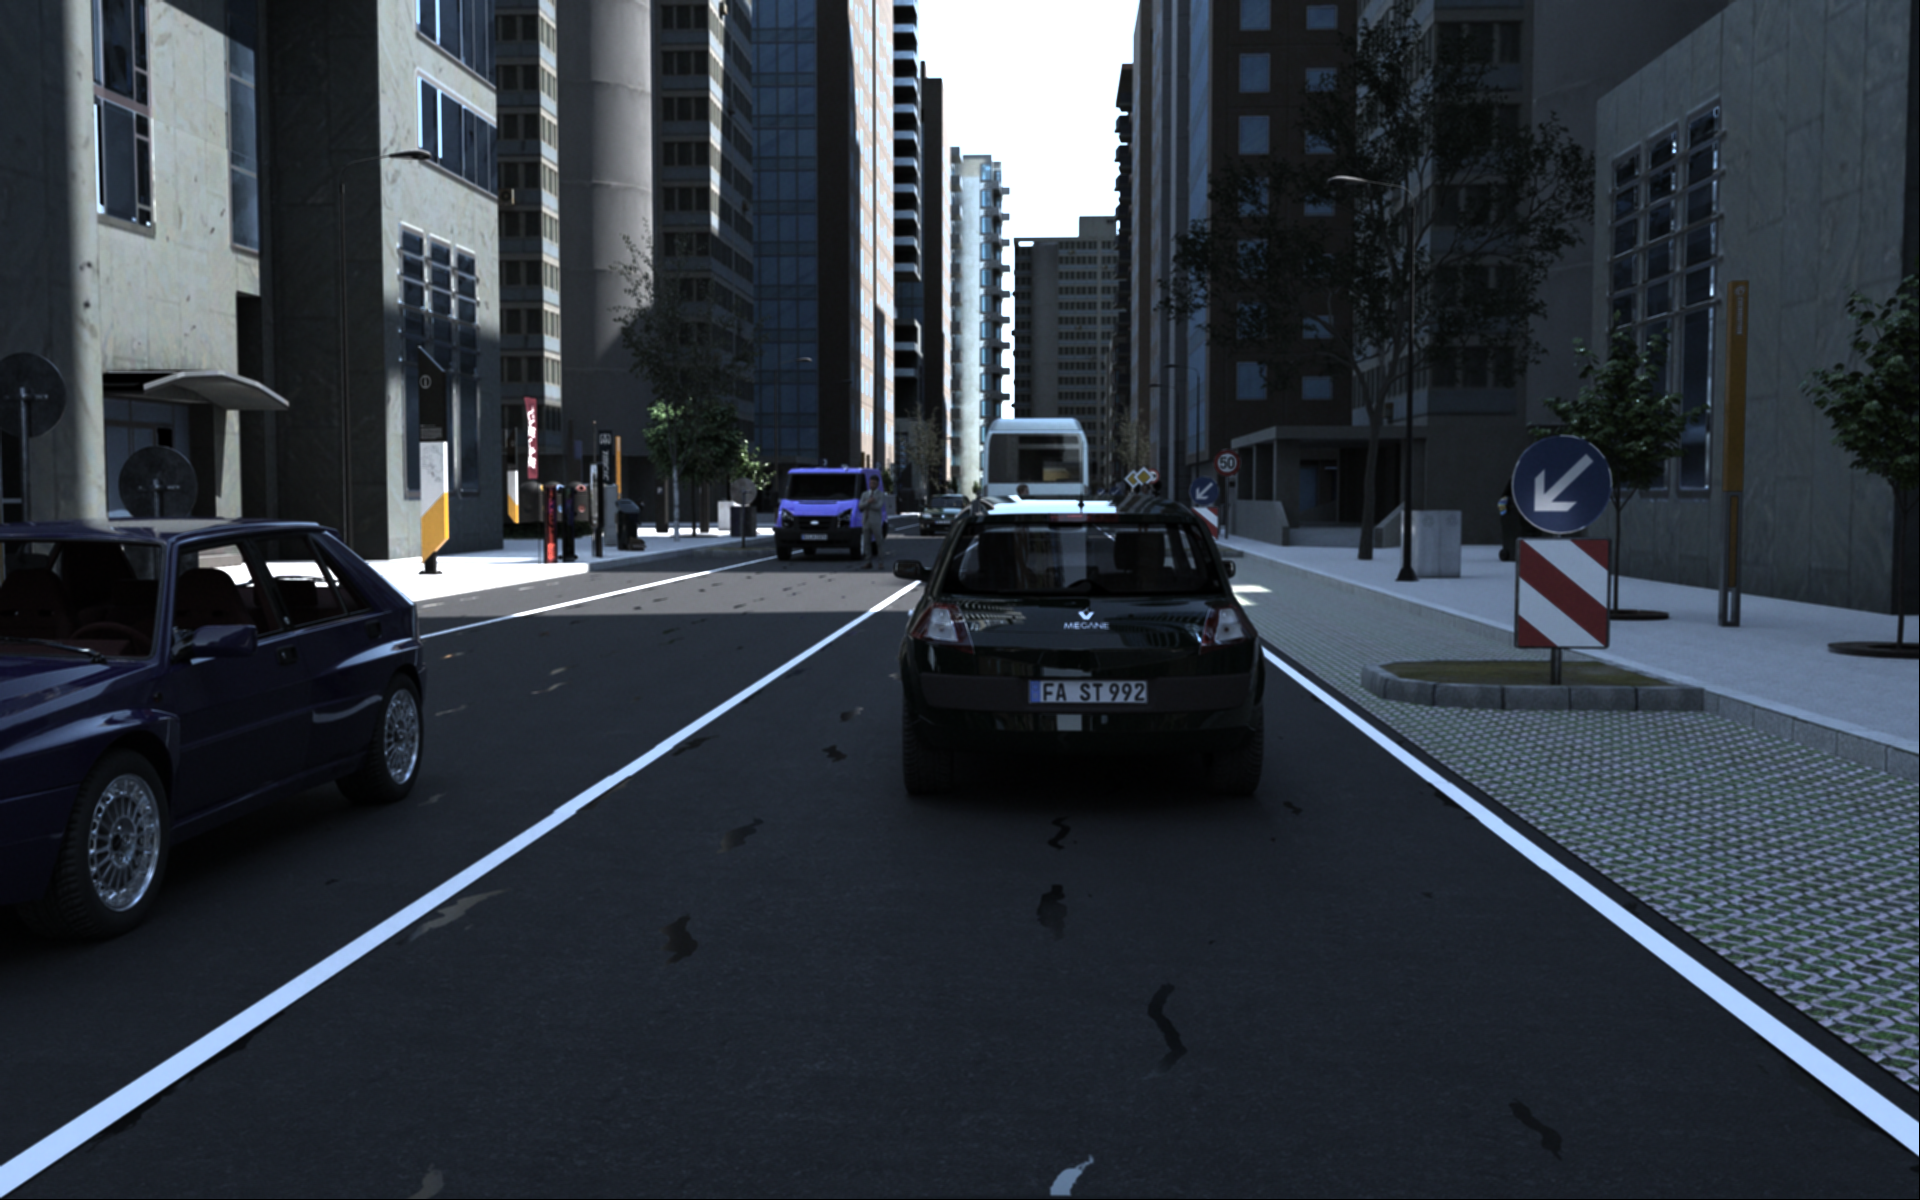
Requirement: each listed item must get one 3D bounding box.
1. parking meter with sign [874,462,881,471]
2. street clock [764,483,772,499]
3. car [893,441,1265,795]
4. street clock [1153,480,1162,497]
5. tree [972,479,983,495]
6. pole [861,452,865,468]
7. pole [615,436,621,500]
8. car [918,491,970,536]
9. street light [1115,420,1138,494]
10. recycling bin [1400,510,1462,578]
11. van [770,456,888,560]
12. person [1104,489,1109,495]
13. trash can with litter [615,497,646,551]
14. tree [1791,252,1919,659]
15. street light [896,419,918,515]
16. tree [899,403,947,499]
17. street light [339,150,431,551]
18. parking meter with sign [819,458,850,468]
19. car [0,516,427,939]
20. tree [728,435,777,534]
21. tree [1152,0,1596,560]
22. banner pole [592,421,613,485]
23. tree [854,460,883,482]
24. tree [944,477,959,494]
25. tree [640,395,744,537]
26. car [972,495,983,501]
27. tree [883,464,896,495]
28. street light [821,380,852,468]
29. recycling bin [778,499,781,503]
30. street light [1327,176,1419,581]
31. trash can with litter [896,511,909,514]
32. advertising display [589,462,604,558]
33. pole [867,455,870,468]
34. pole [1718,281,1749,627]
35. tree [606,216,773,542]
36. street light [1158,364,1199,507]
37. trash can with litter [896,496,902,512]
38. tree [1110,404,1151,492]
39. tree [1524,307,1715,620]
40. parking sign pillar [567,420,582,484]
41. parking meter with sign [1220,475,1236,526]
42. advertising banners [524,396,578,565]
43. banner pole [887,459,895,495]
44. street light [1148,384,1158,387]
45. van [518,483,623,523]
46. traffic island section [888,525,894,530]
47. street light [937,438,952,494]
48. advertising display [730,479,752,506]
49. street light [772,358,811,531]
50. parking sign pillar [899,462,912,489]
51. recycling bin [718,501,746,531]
[{"bbox_3d":[-5.107,-5.975,93.948,1.738,3.016,0.543,3,4,36],"label":"parking meter with sign"},{"bbox_3d":[-10.702,-5.614,96.354,0.471,2.002,0.358,-1,4,-21],"label":"street clock"},{"bbox_3d":[0.602,0.008,9.660,2.009,1.686,4.222,0,4,1],"label":"car"},{"bbox_3d":[10.458,-5.335,91.802,0.358,2.002,0.471,-2,4,-32],"label":"street clock"},{"bbox_3d":[2.000,-13.623,217.329,1.663,3.219,1.824,0,3,0],"label":"tree"},{"bbox_3d":[-4.720,-5.515,84.014,0.158,3.312,0.155,0,3,0],"label":"pole"},{"bbox_3d":[-12.057,-4.115,61.120,0.158,3.312,0.155,0,3,0],"label":"pole"},{"bbox_3d":[-0.420,-3.114,60.700,2.009,1.686,4.222,0,4,4],"label":"car"},{"bbox_3d":[10.576,-8.330,108.744,1.470,5.913,1.316,0,4,3],"label":"street light"},{"bbox_3d":[7.267,-0.868,26.747,0.722,1.027,0.722,0,4,-7],"label":"recycling bin"},{"bbox_3d":[-2.886,-2.133,39.266,2.240,2.365,5.245,0,4,4],"label":"van"},{"bbox_3d":[9.562,-6.258,111.168,0.716,1.782,0.532,1,4,16],"label":"person"},{"bbox_3d":[-7.450,-1.718,39.482,0.624,1.170,1.055,-2,4,-34],"label":"trash can with litter"},{"bbox_3d":[7.681,-1.173,13.778,1.663,3.219,1.824,0,3,0],"label":"tree"},{"bbox_3d":[-3.270,-8.212,106.804,1.470,5.913,1.316,0,4,3],"label":"street light"},{"bbox_3d":[-2.795,-11.428,137.215,4.360,8.622,3.978,0,3,0],"label":"tree"},{"bbox_3d":[-7.828,-3.119,23.543,1.470,5.913,1.316,0,4,3],"label":"street light"},{"bbox_3d":[-6.053,-5.365,83.973,1.738,3.016,0.543,3,5,42],"label":"parking meter with sign"},{"bbox_3d":[-3.506,0.352,6.831,1.945,1.354,3.894,0,4,2],"label":"car"},{"bbox_3d":[-7.002,-3.759,56.056,1.663,3.219,1.824,0,3,0],"label":"tree"},{"bbox_3d":[7.886,-6.048,33.290,8.767,10.594,7.601,0,4,6],"label":"tree"},{"bbox_3d":[-12.344,-4.255,59.587,0.863,3.779,0.401,0,4,3],"label":"banner pole"},{"bbox_3d":[-5.788,-6.385,98.990,1.663,3.219,1.824,0,3,0],"label":"tree"},{"bbox_3d":[-0.657,-11.044,175.176,1.663,3.219,1.824,0,3,0],"label":"tree"},{"bbox_3d":[-7.977,-4.182,52.092,4.285,4.588,4.351,0,3,0],"label":"tree"},{"bbox_3d":[1.905,-6.792,123.044,2.014,1.417,4.499,0,4,4],"label":"car"},{"bbox_3d":[-4.731,-7.075,110.282,1.663,3.219,1.824,0,3,0],"label":"tree"},{"bbox_3d":[-5.093,-6.010,70.798,1.470,5.913,1.316,0,4,3],"label":"street light"},{"bbox_3d":[-9.938,-5.266,98.658,0.722,1.027,0.722,3,4,38],"label":"recycling bin"},{"bbox_3d":[6.071,-3.237,25.473,1.470,5.913,1.316,0,4,3],"label":"street light"},{"bbox_3d":[-4.068,-6.319,114.368,2.233,1.210,1.678,-1,4,-15],"label":"trash can with litter"},{"bbox_3d":[-7.417,-1.843,35.354,0.123,1.923,0.974,-1,4,-21],"label":"advertising display"},{"bbox_3d":[-4.761,-5.872,89.852,0.158,3.312,0.155,0,3,0],"label":"pole"},{"bbox_3d":[7.463,-1.399,16.711,0.158,3.312,0.155,0,3,0],"label":"pole"},{"bbox_3d":[-7.450,-5.876,46.431,4.360,8.622,3.978,0,3,0],"label":"tree"},{"bbox_3d":[7.974,-5.474,62.037,1.470,5.913,1.316,0,4,3],"label":"street light"},{"bbox_3d":[-4.433,-6.557,118.592,0.624,1.170,1.055,1,4,17],"label":"trash can with litter"},{"bbox_3d":[13.993,-11.586,139.786,4.360,8.622,3.978,0,3,0],"label":"tree"},{"bbox_3d":[6.868,-1.438,18.119,1.663,3.219,1.824,0,3,0],"label":"tree"},{"bbox_3d":[-14.112,-4.579,63.343,1.447,3.967,1.447,-1,4,-17],"label":"parking sign pillar"},{"bbox_3d":[11.174,-4.506,69.932,1.738,3.016,0.543,3,5,44],"label":"parking meter with sign"},{"bbox_3d":[-7.538,-2.184,31.889,0.090,3.025,2.074,1,4,12],"label":"advertising banners"},{"bbox_3d":[-4.958,-8.167,123.541,0.863,3.779,0.401,-3,5,-40],"label":"banner pole"},{"bbox_3d":[8.631,-6.151,73.111,1.470,5.913,1.316,0,4,3],"label":"street light"},{"bbox_3d":[-15.008,-3.639,66.505,4.112,2.044,2.013,0,4,3],"label":"van"},{"bbox_3d":[-3.784,-2.967,70.792,2.009,0.180,2.903,0,4,3],"label":"traffic island section"},{"bbox_3d":[-1.331,-10.391,142.437,1.470,5.913,1.316,0,4,3],"label":"street light"},{"bbox_3d":[-7.829,-3.468,61.910,0.974,1.923,0.123,2,4,35],"label":"advertising display"},{"bbox_3d":[-5.778,-5.312,59.388,1.470,5.913,1.316,0,4,3],"label":"street light"},{"bbox_3d":[-4.558,-9.518,144.083,1.447,3.967,1.447,2,4,34],"label":"parking sign pillar"},{"bbox_3d":[-7.980,-2.938,60.588,0.722,1.027,0.722,2,4,31],"label":"recycling bin"}]
